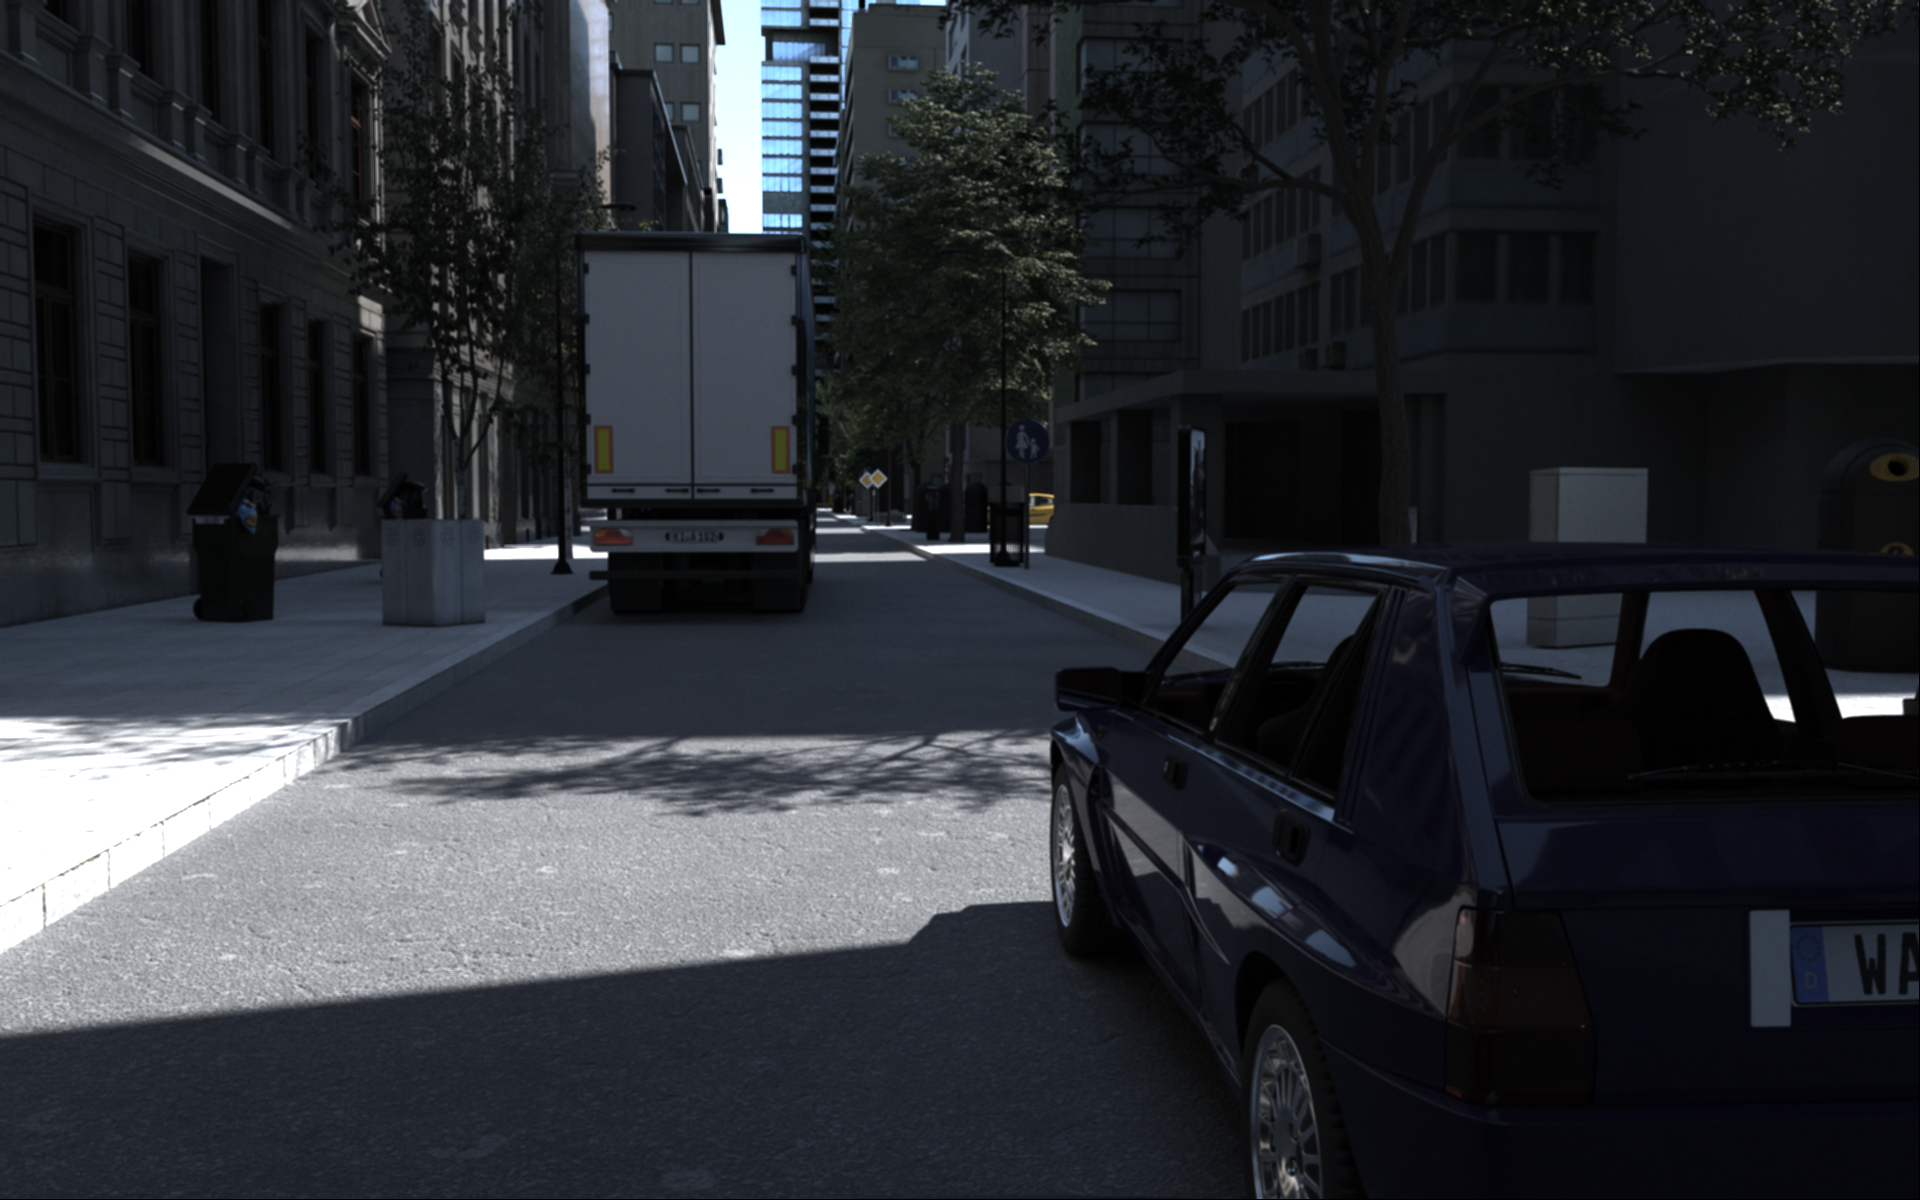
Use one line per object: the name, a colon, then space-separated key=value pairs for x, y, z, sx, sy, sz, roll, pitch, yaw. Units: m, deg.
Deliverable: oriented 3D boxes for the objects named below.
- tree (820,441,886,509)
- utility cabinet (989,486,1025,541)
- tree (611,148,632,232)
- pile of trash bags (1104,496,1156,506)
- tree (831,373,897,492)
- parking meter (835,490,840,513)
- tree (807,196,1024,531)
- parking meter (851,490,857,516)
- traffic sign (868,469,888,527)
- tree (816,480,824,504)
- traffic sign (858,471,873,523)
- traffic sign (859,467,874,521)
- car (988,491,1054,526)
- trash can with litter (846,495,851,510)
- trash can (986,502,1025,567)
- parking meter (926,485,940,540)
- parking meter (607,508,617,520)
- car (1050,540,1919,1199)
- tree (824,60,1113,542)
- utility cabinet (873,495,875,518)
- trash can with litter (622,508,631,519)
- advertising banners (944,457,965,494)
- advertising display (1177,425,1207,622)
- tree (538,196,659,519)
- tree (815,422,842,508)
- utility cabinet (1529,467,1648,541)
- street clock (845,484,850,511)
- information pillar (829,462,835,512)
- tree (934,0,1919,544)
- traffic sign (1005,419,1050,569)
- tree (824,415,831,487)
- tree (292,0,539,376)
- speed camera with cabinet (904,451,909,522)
tree: x=-4.643 y=-6.592 z=91.494 sx=4.285 sy=4.588 sz=4.351 roll=0 pitch=3 yaw=0
utility cabinet: x=1.301 y=-2.351 z=47.112 sx=0.318 sy=1.500 sz=1.173 roll=-3 pitch=5 yaw=-44
tree: x=-7.756 y=-5.113 z=33.960 sx=4.360 sy=8.622 sz=3.978 roll=0 pitch=3 yaw=0
pile of trash bags: x=4.919 y=-2.076 z=43.689 sx=3.447 sy=1.369 sz=1.912 roll=1 pitch=4 yaw=11
tree: x=-5.113 y=-9.243 z=101.486 sx=4.737 sy=8.622 sz=4.395 roll=0 pitch=3 yaw=0
parking meter: x=-8.207 y=-6.577 z=115.947 sx=0.372 sy=1.533 sz=0.369 roll=0 pitch=3 yaw=0
tree: x=-1.598 y=-8.195 z=59.746 sx=9.928 sy=11.665 sz=9.643 roll=0 pitch=3 yaw=0
parking meter: x=-6.296 y=-5.790 z=103.084 sx=0.372 sy=1.533 sz=0.369 roll=0 pitch=3 yaw=0
traffic sign: x=-3.227 y=-3.943 z=68.103 sx=0.795 sy=2.450 sz=0.064 roll=0 pitch=4 yaw=-6
tree: x=-18.590 y=-14.275 z=227.993 sx=1.663 sy=3.219 sz=1.824 roll=0 pitch=3 yaw=0
traffic sign: x=-4.065 y=-4.428 z=76.044 sx=0.795 sy=2.450 sz=0.064 roll=0 pitch=4 yaw=-6
traffic sign: x=-4.419 y=-5.041 z=82.527 sx=0.768 sy=2.556 sz=0.104 roll=0 pitch=4 yaw=3
car: x=2.661 y=-3.884 z=73.724 sx=3.980 sy=1.641 sz=2.015 roll=0 pitch=4 yaw=-5
trash can with litter: x=-8.719 y=-7.789 z=138.734 sx=0.624 sy=1.170 sz=1.055 roll=-1 pitch=4 yaw=-21
trash can: x=0.835 y=-1.169 z=30.767 sx=0.748 sy=1.137 sz=0.748 roll=0 pitch=3 yaw=0
parking meter: x=-0.752 y=-2.446 z=48.398 sx=0.372 sy=1.533 sz=0.369 roll=0 pitch=3 yaw=0
parking meter: x=-10.009 y=-2.546 z=50.033 sx=0.372 sy=1.533 sz=0.369 roll=0 pitch=3 yaw=0
car: x=1.272 y=0.506 z=4.306 sx=1.945 sy=1.354 sz=3.894 roll=0 pitch=4 yaw=-5
tree: x=0.349 y=-7.821 z=46.006 sx=7.486 sy=12.596 sz=7.792 roll=0 pitch=3 yaw=0
utility cabinet: x=-4.232 y=-4.573 z=85.923 sx=0.306 sy=1.237 sz=1.020 roll=-1 pitch=4 yaw=-14
trash can with litter: x=-10.153 y=-2.476 z=51.863 sx=1.055 sy=1.170 sz=0.624 roll=-1 pitch=4 yaw=-19
advertising banners: x=-0.283 y=-5.246 z=81.954 sx=0.090 sy=3.025 sz=2.074 roll=-2 pitch=4 yaw=-27
advertising display: x=2.222 y=-0.695 z=16.583 sx=0.123 sy=1.923 sz=0.974 roll=1 pitch=4 yaw=17
tree: x=-8.448 y=-5.657 z=42.852 sx=4.737 sy=8.622 sz=4.395 roll=0 pitch=3 yaw=0
tree: x=-13.575 y=-13.380 z=169.132 sx=4.360 sy=8.622 sz=3.978 roll=0 pitch=3 yaw=0
utility cabinet: x=5.312 y=-0.367 z=14.680 sx=1.173 sy=1.500 sz=0.318 roll=-2 pitch=4 yaw=-33
street clock: x=-8.302 y=-7.542 z=127.886 sx=0.358 sy=2.002 sz=0.471 roll=0 pitch=4 yaw=4
information pillar: x=-9.194 y=-8.158 z=124.737 sx=0.504 sy=3.616 sz=0.183 roll=1 pitch=4 yaw=21
tree: x=3.148 y=-4.762 z=12.265 sx=8.767 sy=10.594 sz=7.601 roll=0 pitch=4 yaw=-1
traffic sign: x=1.142 y=-1.799 z=29.517 sx=0.768 sy=2.556 sz=0.104 roll=0 pitch=4 yaw=-3
tree: x=-6.595 y=-9.711 z=109.131 sx=4.737 sy=8.622 sz=4.395 roll=0 pitch=3 yaw=0
tree: x=-6.894 y=-4.490 z=23.766 sx=4.360 sy=8.622 sz=3.978 roll=0 pitch=3 yaw=0
speed camera with cabinet: x=-3.029 y=-5.249 z=80.150 sx=0.660 sy=3.252 sz=2.038 roll=-2 pitch=4 yaw=-26
